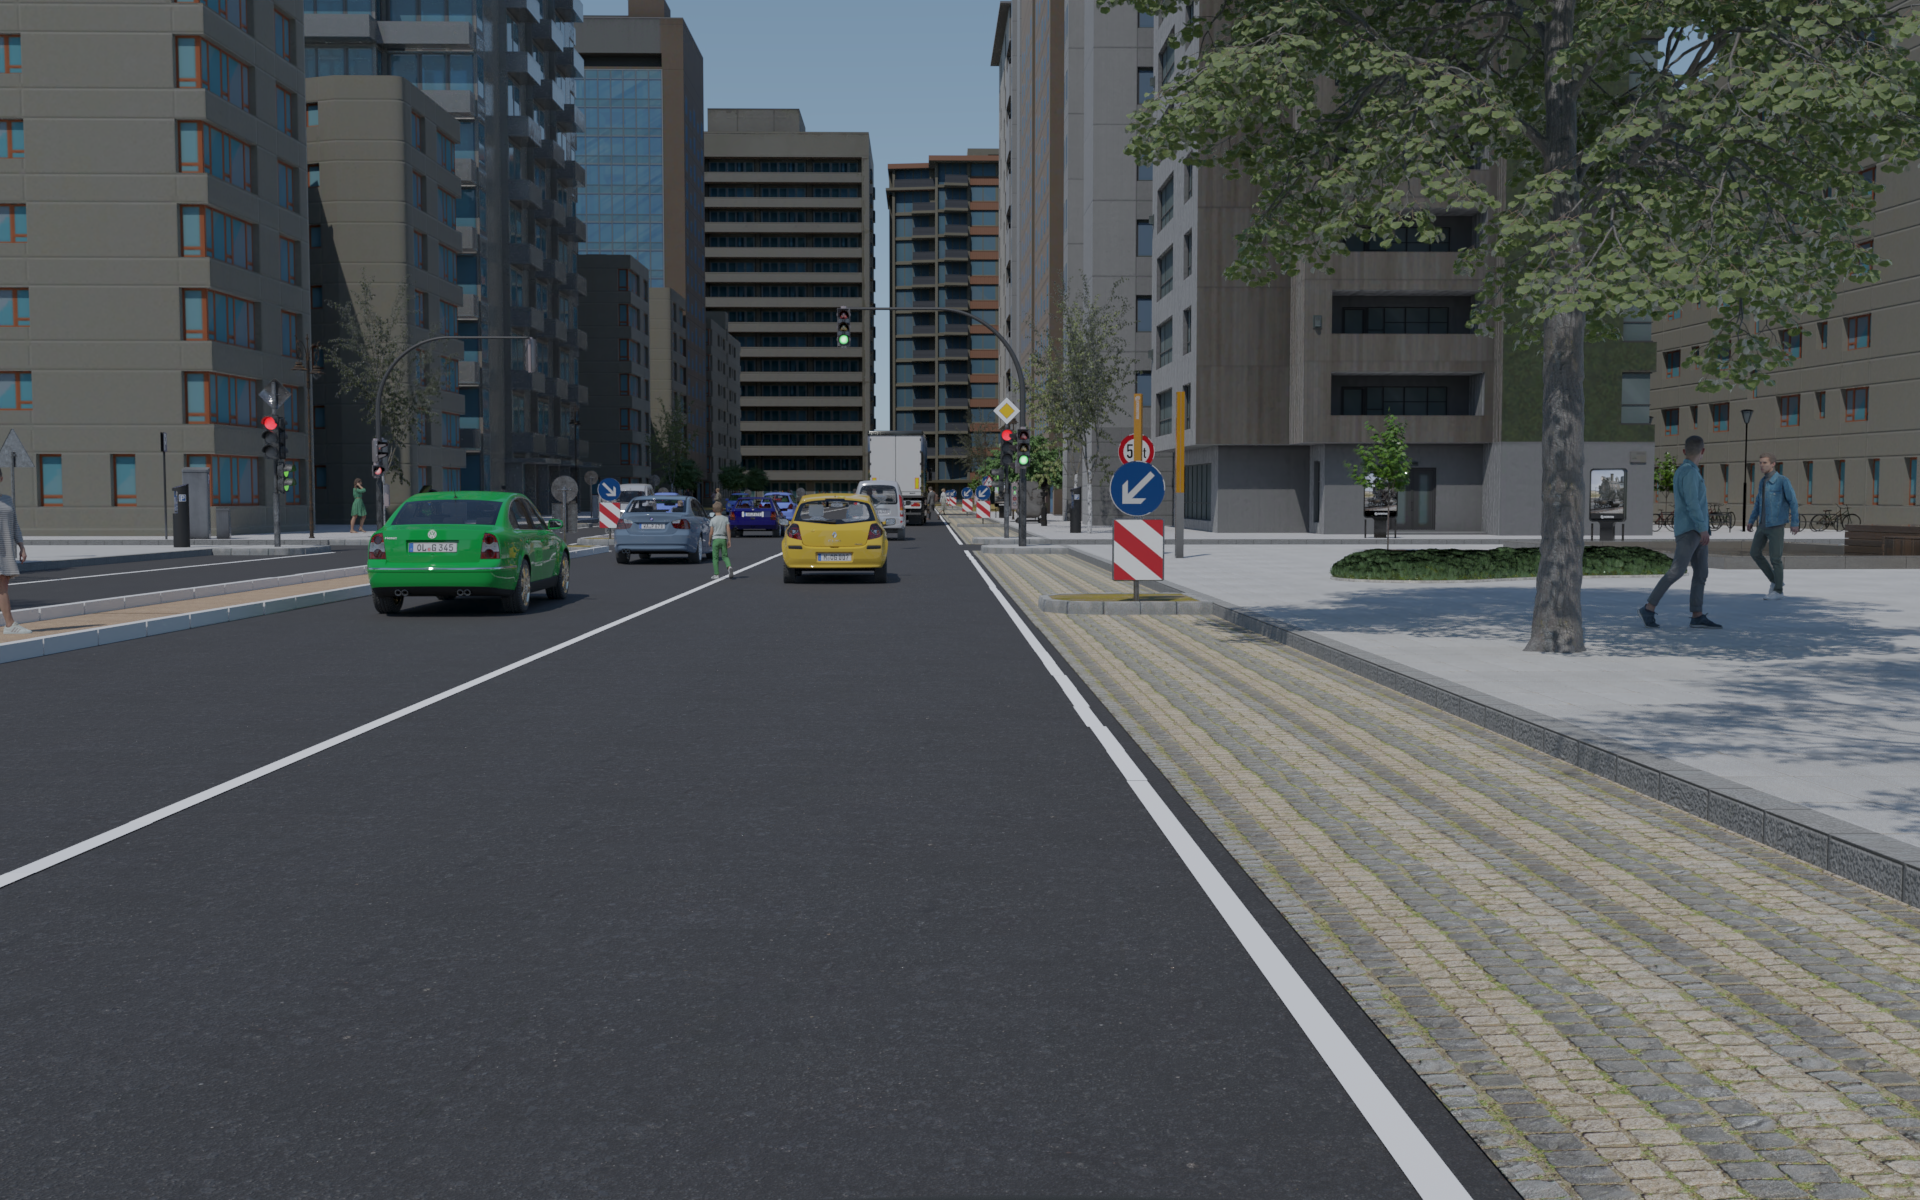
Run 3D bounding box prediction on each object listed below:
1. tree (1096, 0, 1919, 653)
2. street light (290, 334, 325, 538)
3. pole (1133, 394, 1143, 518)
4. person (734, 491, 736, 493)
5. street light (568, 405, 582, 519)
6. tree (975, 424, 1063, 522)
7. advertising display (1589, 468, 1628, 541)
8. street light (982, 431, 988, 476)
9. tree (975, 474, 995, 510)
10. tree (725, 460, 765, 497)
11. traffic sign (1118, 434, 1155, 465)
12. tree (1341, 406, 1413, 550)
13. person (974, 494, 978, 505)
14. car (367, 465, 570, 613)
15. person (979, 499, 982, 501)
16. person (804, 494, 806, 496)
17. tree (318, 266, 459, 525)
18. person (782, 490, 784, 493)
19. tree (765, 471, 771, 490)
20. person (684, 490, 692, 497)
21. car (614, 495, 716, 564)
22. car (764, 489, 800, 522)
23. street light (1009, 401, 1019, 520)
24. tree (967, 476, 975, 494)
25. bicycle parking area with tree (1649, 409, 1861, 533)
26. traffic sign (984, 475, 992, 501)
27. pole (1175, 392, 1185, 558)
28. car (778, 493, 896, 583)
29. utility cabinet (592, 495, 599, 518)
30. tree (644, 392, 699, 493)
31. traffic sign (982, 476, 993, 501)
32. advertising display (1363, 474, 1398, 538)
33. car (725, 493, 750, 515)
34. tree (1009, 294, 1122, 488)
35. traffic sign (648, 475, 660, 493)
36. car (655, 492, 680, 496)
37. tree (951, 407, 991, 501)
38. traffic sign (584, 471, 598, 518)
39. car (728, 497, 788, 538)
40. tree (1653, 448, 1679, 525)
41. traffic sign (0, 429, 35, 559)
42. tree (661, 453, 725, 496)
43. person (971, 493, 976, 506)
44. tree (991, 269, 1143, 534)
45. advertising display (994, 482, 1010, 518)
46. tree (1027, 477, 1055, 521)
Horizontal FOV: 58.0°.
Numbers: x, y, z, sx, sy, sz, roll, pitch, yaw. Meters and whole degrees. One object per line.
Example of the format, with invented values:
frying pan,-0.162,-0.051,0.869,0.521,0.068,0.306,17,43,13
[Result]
tree,4.811,-5.878,14.240,7.486,12.596,7.792,0,3,0
street light,-18.824,-4.730,50.122,0.468,5.910,1.993,0,4,-1
pole,3.628,-2.536,35.308,0.158,3.312,0.155,0,3,0
person,-22.660,-10.330,174.876,0.705,1.831,1.348,0,4,3
street light,-19.553,-7.056,88.157,0.468,5.910,1.993,0,4,-1
tree,3.052,-5.886,79.954,4.285,4.588,4.351,0,3,0
advertising display,16.203,-2.330,43.312,0.123,1.923,0.974,-3,4,-38
street light,1.816,-9.318,125.137,0.468,5.910,1.993,0,4,-1
tree,2.509,-8.857,139.417,1.663,3.219,1.824,0,3,0
tree,-21.890,-11.213,167.039,4.285,4.588,4.351,0,3,0
traffic sign,3.710,-2.223,36.445,0.768,2.556,0.104,1,4,8
tree,9.518,-2.665,38.177,1.663,3.219,1.824,0,3,0
person,1.835,-11.508,194.867,0.551,1.740,0.621,-3,4,-36
car,-6.184,-0.819,22.187,1.959,1.807,4.718,0,4,-3
person,2.142,-9.891,171.024,0.557,1.426,1.065,1,4,17
person,-15.553,-10.049,173.631,1.217,1.723,0.721,-3,4,-39
tree,-18.849,-6.530,57.124,4.360,8.622,3.978,0,3,0
person,-17.632,-10.031,172.469,0.705,1.831,1.348,-1,4,-15
tree,-22.123,-12.530,188.573,4.285,4.588,4.351,0,3,0
person,-21.854,-8.088,138.817,0.617,1.759,0.750,1,4,14
car,-6.245,-1.531,37.030,2.014,1.417,4.499,0,4,-1
car,-8.119,-4.178,77.908,1.945,1.707,3.694,0,4,0
street light,2.670,-6.964,86.656,0.468,5.910,1.993,0,4,-1
tree,1.581,-10.638,168.535,1.663,3.219,1.824,0,3,0
bicycle parking area with tree,26.127,-4.544,61.294,9.016,4.147,8.231,0,4,-2
traffic sign,2.033,-7.359,120.318,0.884,2.594,0.081,0,4,7
pole,4.389,-2.492,34.587,0.158,3.312,0.155,0,3,0
car,-2.083,-1.164,29.250,2.015,1.641,3.980,0,4,-3
utility cabinet,-19.383,-4.965,92.339,0.306,1.237,1.020,0,4,-5
tree,-20.955,-10.721,125.646,4.737,8.622,4.395,0,3,0
traffic sign,1.937,-7.519,123.044,0.768,2.556,0.104,0,4,6
advertising display,12.221,-2.759,50.319,0.974,1.923,0.123,1,4,12
car,-15.382,-6.819,121.084,1.945,1.707,3.694,0,4,-1
tree,4.165,-6.954,64.053,4.737,8.622,4.395,0,3,0
traffic sign,-20.091,-6.958,113.862,0.768,2.556,0.104,0,4,-1
car,-14.491,-4.627,85.250,1.945,1.707,3.694,0,4,-3
tree,1.526,-11.856,144.215,4.360,8.622,3.978,0,3,0
traffic sign,-19.927,-5.716,93.567,0.768,2.556,0.104,0,4,6
car,-6.811,-2.796,58.292,1.945,1.354,3.894,0,4,-2
tree,29.532,-4.745,72.182,1.663,3.219,1.824,0,3,0
traffic sign,-18.789,-2.102,34.373,0.884,2.594,0.081,0,4,5
tree,-21.649,-9.302,135.799,4.285,4.588,4.351,0,3,0
person,1.322,-10.779,182.286,1.348,1.824,0.705,0,4,5
tree,4.039,-6.448,55.786,4.360,8.622,3.978,0,3,0
advertising display,2.245,-5.319,92.186,0.974,1.923,0.123,3,5,39
tree,3.748,-5.419,83.197,1.663,3.219,1.824,0,3,0
